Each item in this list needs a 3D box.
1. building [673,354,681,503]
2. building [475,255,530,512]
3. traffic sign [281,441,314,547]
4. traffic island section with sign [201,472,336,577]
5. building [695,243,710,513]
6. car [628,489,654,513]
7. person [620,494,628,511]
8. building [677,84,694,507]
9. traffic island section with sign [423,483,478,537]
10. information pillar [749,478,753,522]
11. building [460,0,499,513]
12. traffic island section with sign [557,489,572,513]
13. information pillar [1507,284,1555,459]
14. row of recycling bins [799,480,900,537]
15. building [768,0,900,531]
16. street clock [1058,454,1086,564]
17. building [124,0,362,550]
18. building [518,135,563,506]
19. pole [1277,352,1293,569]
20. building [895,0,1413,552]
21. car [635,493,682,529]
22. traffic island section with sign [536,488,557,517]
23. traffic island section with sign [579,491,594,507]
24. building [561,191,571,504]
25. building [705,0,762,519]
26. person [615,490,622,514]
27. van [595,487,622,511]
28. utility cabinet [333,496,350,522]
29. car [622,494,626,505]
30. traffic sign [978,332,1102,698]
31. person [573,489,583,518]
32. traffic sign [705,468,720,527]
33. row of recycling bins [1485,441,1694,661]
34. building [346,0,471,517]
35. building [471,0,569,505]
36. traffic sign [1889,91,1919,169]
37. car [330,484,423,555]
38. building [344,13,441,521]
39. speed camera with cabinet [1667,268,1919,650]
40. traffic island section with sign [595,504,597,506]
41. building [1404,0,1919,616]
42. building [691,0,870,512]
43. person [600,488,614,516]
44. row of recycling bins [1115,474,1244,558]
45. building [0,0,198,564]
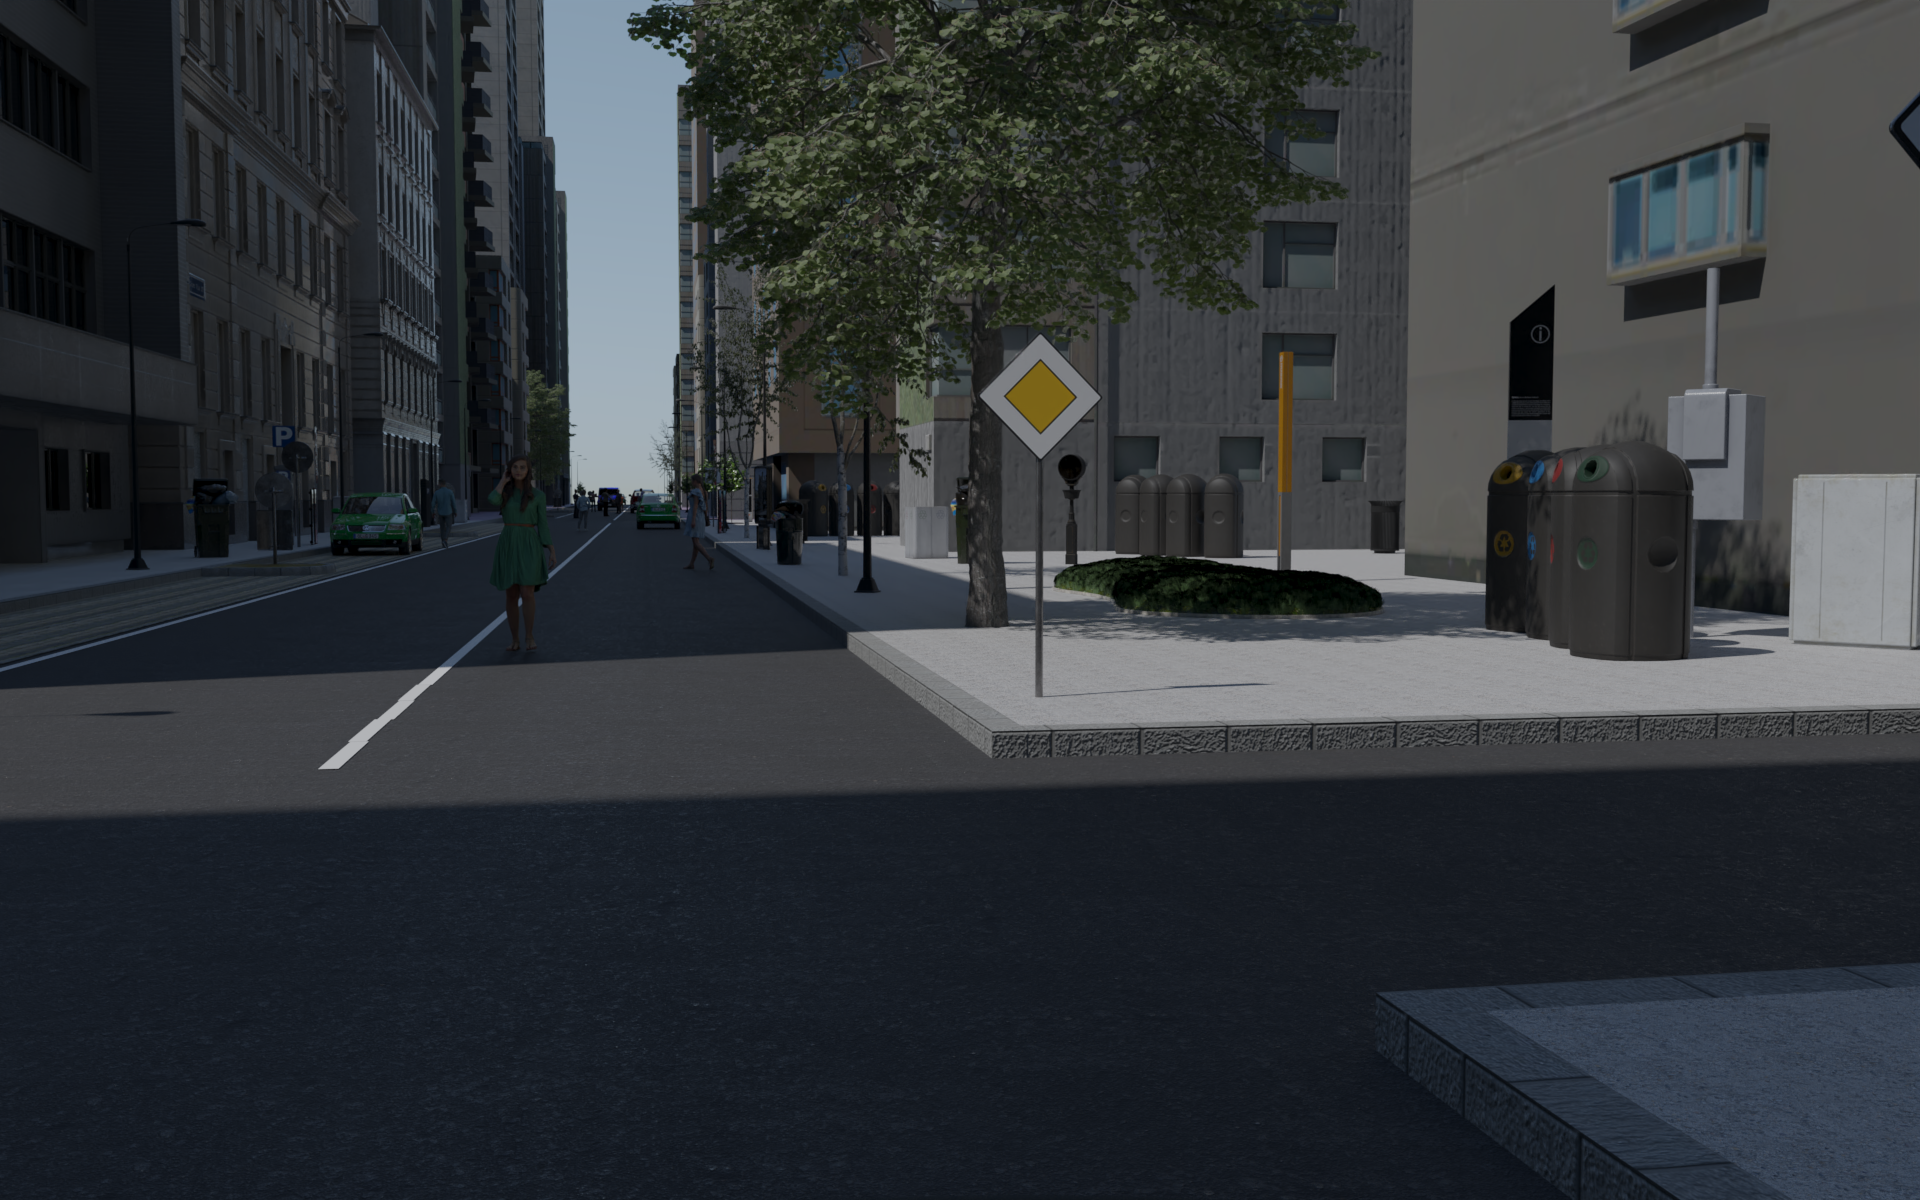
[{"bbox_3d":[-23.792,-23.528,229.727,27.650,21.520,28.899,-1,4,-10],"label":"building"},{"bbox_3d":[-49.349,-17.882,137.404,27.650,21.520,28.899,-1,4,-10],"label":"building"},{"bbox_3d":[-15.951,-2.545,41.717,0.768,2.556,0.104,0,4,-2],"label":"traffic sign"},{"bbox_3d":[-12.284,-1.364,30.924,1.989,1.847,2.006,-1,4,-10],"label":"traffic island section with sign"},{"bbox_3d":[-5.940,-17.646,133.555,27.650,21.520,28.899,-1,4,-10],"label":"building"},{"bbox_3d":[-23.772,-7.434,130.220,2.281,1.827,5.304,-1,4,-10],"label":"car"},{"bbox_3d":[-28.142,-8.088,143.996,1.065,1.426,0.557,0,4,-3],"label":"person"},{"bbox_3d":[-21.766,-30.216,177.632,14.154,41.232,14.086,-1,4,-10],"label":"building"},{"bbox_3d":[-17.170,-3.008,57.803,1.989,1.847,2.006,-1,4,-10],"label":"traffic island section with sign"},{"bbox_3d":[-9.655,-4.569,79.194,0.304,2.012,0.304,-1,4,-14],"label":"information pillar"},{"bbox_3d":[-41.176,-27.748,108.306,22.147,44.769,28.867,-1,4,-10],"label":"building"},{"bbox_3d":[-31.128,-7.687,134.312,1.989,1.847,2.006,-1,4,-10],"label":"traffic island section with sign"},{"bbox_3d":[6.416,-1.719,19.468,0.504,3.616,0.183,1,4,9],"label":"information pillar"},{"bbox_3d":[-3.219,-2.811,53.074,3.534,1.692,1.069,-1,4,-22],"label":"row of recycling bins"},{"bbox_3d":[-0.667,-25.451,66.229,14.600,45.320,14.200,-1,4,-10],"label":"building"},{"bbox_3d":[2.036,-1.652,31.575,0.471,2.002,0.358,1,4,20],"label":"street clock"},{"bbox_3d":[-25.547,-15.450,49.873,12.463,27.353,25.104,-1,4,-10],"label":"building"},{"bbox_3d":[-51.975,-31.056,191.367,14.154,41.232,14.086,-1,4,-10],"label":"building"},{"bbox_3d":[4.688,-1.904,24.975,0.158,3.312,0.155,0,3,0],"label":"pole"},{"bbox_3d":[5.100,-22.100,44.937,14.154,41.232,14.086,-1,4,-10],"label":"building"},{"bbox_3d":[-12.574,-3.883,72.279,1.959,1.807,4.718,-1,4,-9],"label":"car"},{"bbox_3d":[-26.297,-6.065,107.792,1.989,1.847,2.006,-1,4,-10],"label":"traffic island section with sign"},{"bbox_3d":[-40.946,-10.978,188.116,1.989,1.847,2.006,-1,4,-10],"label":"traffic island section with sign"},{"bbox_3d":[-58.465,-33.161,225.777,14.154,41.232,14.086,-1,4,-10],"label":"building"},{"bbox_3d":[-4.402,-34.251,102.007,21.231,58.520,28.212,-1,4,-10],"label":"building"},{"bbox_3d":[-25.024,-7.198,126.736,0.434,1.755,0.990,-3,4,-39],"label":"person"},{"bbox_3d":[-30.133,-8.836,148.847,2.240,2.365,5.245,-1,4,-9],"label":"van"},{"bbox_3d":[-18.696,-2.569,53.172,1.020,1.237,0.306,0,4,1],"label":"utility cabinet"},{"bbox_3d":[-45.959,-13.754,233.676,1.959,1.807,4.718,-1,4,-12],"label":"car"},{"bbox_3d":[0.496,-0.442,10.872,0.795,2.450,0.064,-1,4,-10],"label":"traffic sign"},{"bbox_3d":[-22.544,-5.694,102.405,0.742,1.727,0.445,0,4,3],"label":"person"},{"bbox_3d":[-9.607,-3.993,67.412,0.606,2.300,0.079,0,4,-2],"label":"traffic sign"},{"bbox_3d":[5.386,-0.480,14.959,1.069,1.692,3.534,0,4,3],"label":"row of recycling bins"},{"bbox_3d":[-33.098,-24.724,87.835,14.154,41.232,14.086,-1,4,-10],"label":"building"},{"bbox_3d":[-57.844,-47.017,206.986,20.563,71.187,20.611,-1,4,-10],"label":"building"},{"bbox_3d":[1.929,0.038,3.016,0.795,2.450,0.064,-1,4,-10],"label":"traffic sign"},{"bbox_3d":[-14.027,-2.015,41.742,1.959,1.807,4.718,-1,4,-12],"label":"car"},{"bbox_3d":[-27.770,-13.652,72.358,9.793,20.994,18.267,-1,4,-10],"label":"building"},{"bbox_3d":[7.241,-1.261,14.958,2.038,3.252,0.660,3,5,41],"label":"speed camera with cabinet"},{"bbox_3d":[-45.823,-12.617,214.908,1.989,1.847,2.006,-1,4,-10],"label":"traffic island section with sign"},{"bbox_3d":[18.119,-24.449,23.449,21.600,48.544,21.300,-1,4,-10],"label":"building"},{"bbox_3d":[-16.396,-30.745,152.791,14.600,45.320,14.200,-1,4,-10],"label":"building"},{"bbox_3d":[-22.771,-6.298,111.476,1.348,1.823,0.705,3,5,41],"label":"person"},{"bbox_3d":[4.497,-1.761,35.904,1.069,1.692,3.534,-2,4,-35],"label":"row of recycling bins"},{"bbox_3d":[-21.185,-12.425,22.212,14.314,24.678,30.058,-1,4,-10],"label":"building"}]
